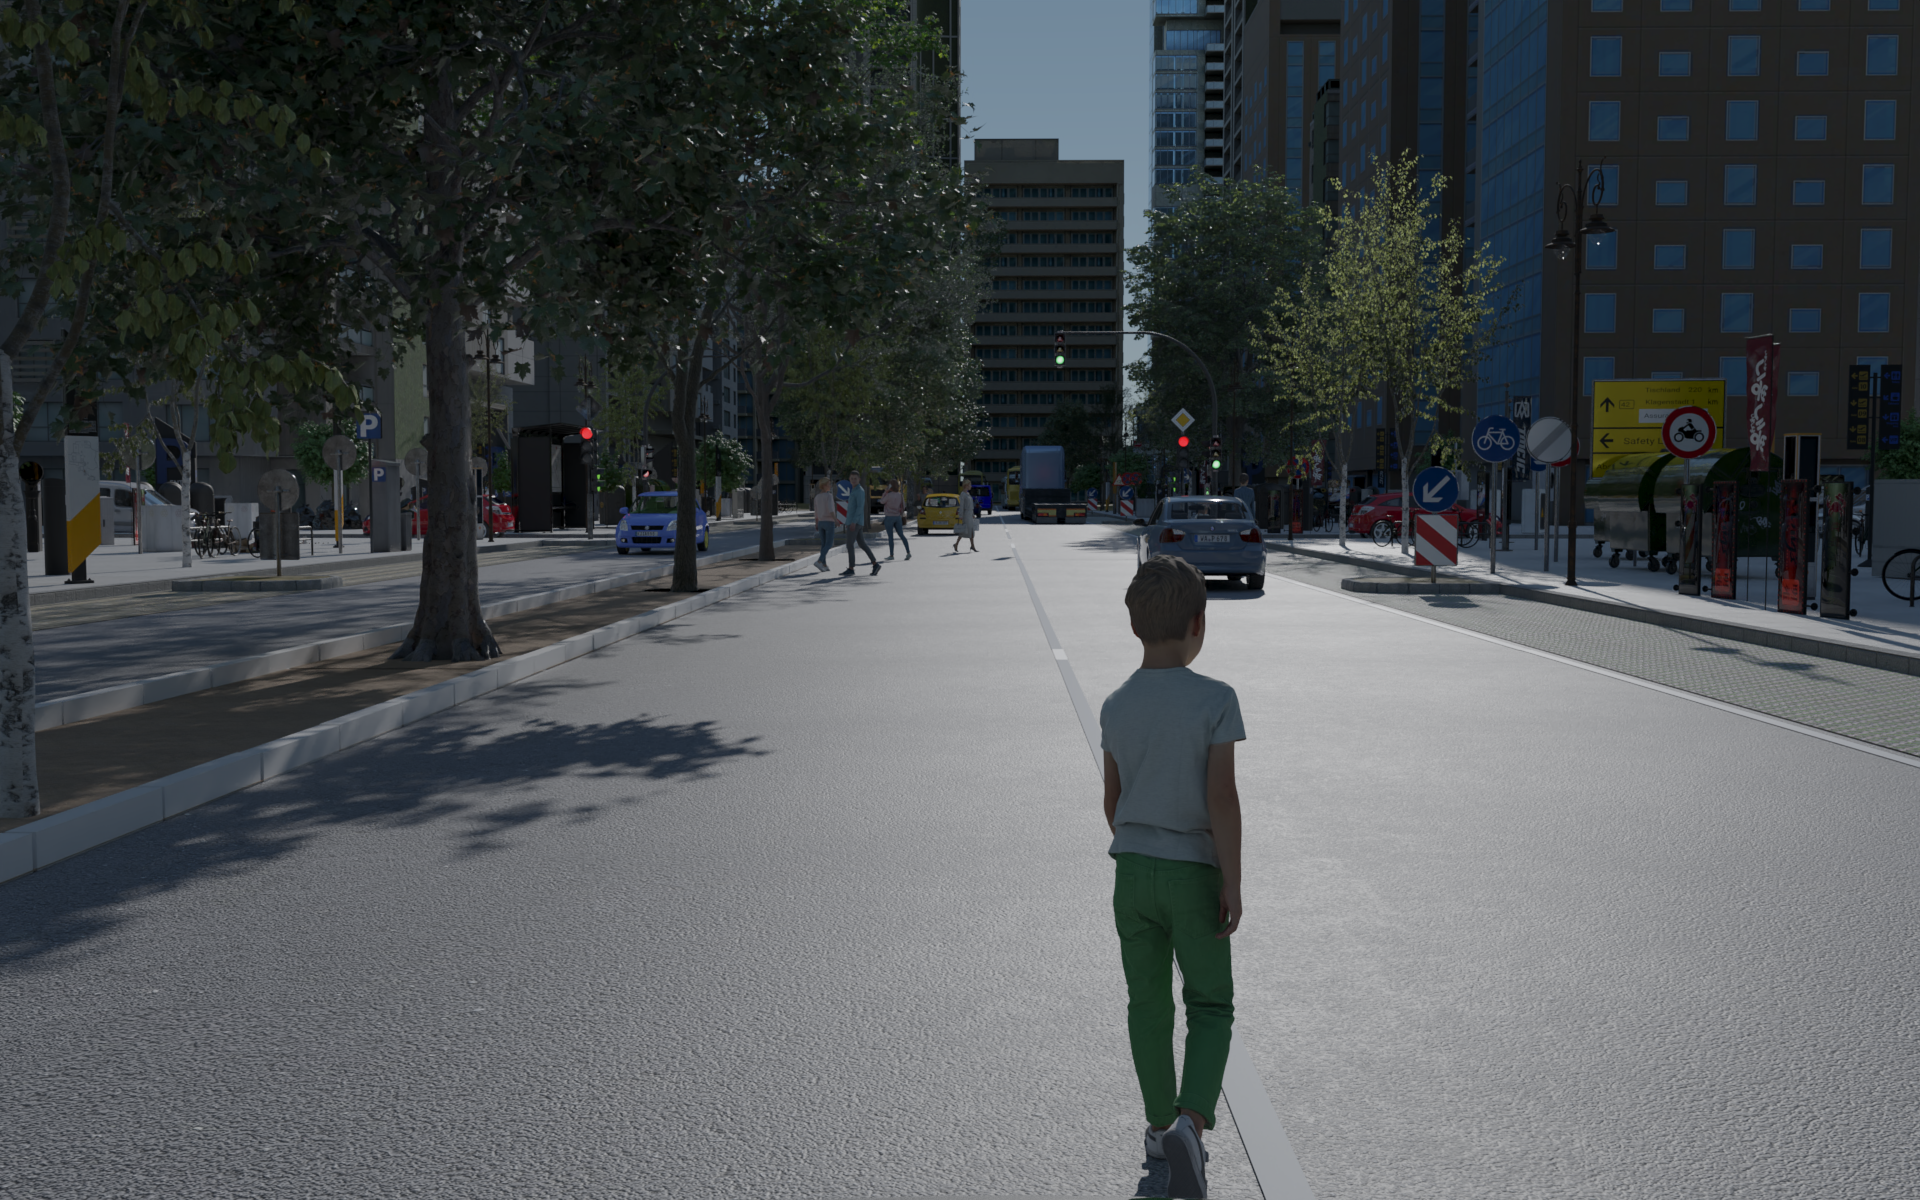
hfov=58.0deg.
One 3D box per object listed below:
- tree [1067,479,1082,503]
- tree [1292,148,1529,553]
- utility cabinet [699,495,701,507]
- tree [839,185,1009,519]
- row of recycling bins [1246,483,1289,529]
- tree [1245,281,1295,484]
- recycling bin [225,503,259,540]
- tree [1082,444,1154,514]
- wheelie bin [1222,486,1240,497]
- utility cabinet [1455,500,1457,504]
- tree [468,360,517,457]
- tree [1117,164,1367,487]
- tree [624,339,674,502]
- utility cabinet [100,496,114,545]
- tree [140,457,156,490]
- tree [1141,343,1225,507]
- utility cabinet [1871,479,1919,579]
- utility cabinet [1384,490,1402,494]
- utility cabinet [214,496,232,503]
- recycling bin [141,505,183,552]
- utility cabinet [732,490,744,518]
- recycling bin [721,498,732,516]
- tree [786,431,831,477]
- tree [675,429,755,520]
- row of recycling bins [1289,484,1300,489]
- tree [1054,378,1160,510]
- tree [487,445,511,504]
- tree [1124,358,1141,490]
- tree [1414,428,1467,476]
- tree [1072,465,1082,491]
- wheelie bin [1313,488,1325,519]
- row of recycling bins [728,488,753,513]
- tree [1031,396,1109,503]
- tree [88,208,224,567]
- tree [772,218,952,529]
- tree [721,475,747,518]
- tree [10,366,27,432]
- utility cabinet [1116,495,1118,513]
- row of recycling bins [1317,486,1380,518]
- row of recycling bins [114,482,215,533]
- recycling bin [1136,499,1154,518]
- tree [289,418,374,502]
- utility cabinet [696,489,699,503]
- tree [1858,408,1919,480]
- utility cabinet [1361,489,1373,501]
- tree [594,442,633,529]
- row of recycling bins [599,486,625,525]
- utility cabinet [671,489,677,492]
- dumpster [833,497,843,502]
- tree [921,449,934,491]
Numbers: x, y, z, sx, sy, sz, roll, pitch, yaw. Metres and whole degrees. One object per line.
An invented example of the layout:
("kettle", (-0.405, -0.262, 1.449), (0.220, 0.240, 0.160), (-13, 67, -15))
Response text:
("tree", (12.162, -11.612, 184.456), (1.663, 3.219, 1.824), (0, 3, 0))
("tree", (9.647, -5.297, 36.962), (4.360, 8.622, 3.978), (0, 3, 0))
("utility cabinet", (-16.235, -5.782, 105.689), (1.020, 1.237, 0.306), (-3, 4, -38))
("tree", (-4.017, -14.662, 98.068), (12.611, 20.169, 13.585), (0, 3, 0))
("row of recycling bins", (11.481, -3.531, 64.852), (1.069, 1.692, 3.534), (0, 4, 4))
("tree", (9.455, -5.671, 43.076), (4.360, 8.622, 3.978), (0, 3, 0))
("recycling bin", (-20.190, -2.211, 48.701), (0.722, 1.027, 0.722), (0, 4, -5))
("tree", (11.109, -7.963, 113.909), (4.285, 4.588, 4.351), (0, 3, 0))
("wheelie bin", (10.331, -3.532, 65.658), (0.980, 1.594, 0.693), (0, 4, -7))
("utility cabinet", (26.016, -4.918, 91.574), (0.306, 1.237, 1.020), (2, 4, 26))
("tree", (-25.130, -8.519, 89.655), (4.360, 8.622, 3.978), (0, 3, 0))
("tree", (10.846, -9.821, 67.224), (9.857, 13.997, 8.962), (0, 3, 0))
("tree", (-13.559, -7.355, 70.614), (4.737, 8.622, 4.395), (0, 3, 0))
("utility cabinet", (-21.637, -1.962, 43.248), (0.306, 1.237, 1.020), (1, 4, 21))
("tree", (-29.932, -4.321, 65.252), (1.663, 3.219, 1.824), (0, 3, 0))
("tree", (10.266, -7.766, 77.329), (4.360, 8.622, 3.978), (0, 3, 0))
("utility cabinet", (14.299, -1.065, 26.099), (0.318, 1.500, 1.173), (-1, 4, -9))
("utility cabinet", (22.765, -5.001, 90.447), (1.173, 1.500, 0.318), (2, 4, 31))
("utility cabinet", (-29.864, -3.585, 69.772), (1.020, 1.237, 0.306), (-1, 4, -17))
("recycling bin", (-17.762, -1.590, 38.543), (0.722, 1.027, 0.722), (2, 4, 32))
("utility cabinet", (-11.583, -5.001, 90.448), (0.318, 1.500, 1.173), (0, 4, 8))
("recycling bin", (-13.666, -5.356, 100.126), (0.722, 1.027, 0.722), (1, 4, 14))
("tree", (-10.986, -12.791, 143.538), (7.601, 10.594, 8.767), (0, 4, 3))
("tree", (-11.991, -6.304, 86.778), (4.285, 4.588, 4.351), (0, 3, 0))
("row of recycling bins", (12.902, -3.979, 72.174), (3.534, 1.692, 1.069), (-3, 4, -38))
("tree", (11.663, -12.551, 139.619), (8.767, 10.594, 7.601), (-1, 4, -20))
("tree", (-18.016, -4.525, 68.583), (1.663, 3.219, 1.824), (0, 3, 0))
("tree", (10.256, -8.529, 89.817), (4.360, 8.622, 3.978), (0, 3, 0))
("tree", (24.263, -6.226, 85.508), (4.285, 4.588, 4.351), (0, 3, 0))
("tree", (12.223, -11.001, 163.579), (4.285, 4.588, 4.351), (0, 3, 0))
("wheelie bin", (17.260, -4.659, 84.075), (0.693, 1.594, 0.980), (-3, 4, -38))
("row of recycling bins", (-14.620, -6.656, 115.931), (1.069, 1.692, 3.534), (1, 4, 11))
("tree", (12.610, -17.360, 200.844), (9.611, 12.733, 9.660), (0, 3, 0))
("tree", (-13.674, -4.889, 30.293), (4.360, 8.622, 3.978), (0, 3, 0))
("tree", (-3.928, -9.173, 70.569), (7.486, 12.596, 7.792), (0, 3, 0))
("tree", (-12.650, -6.105, 94.417), (1.663, 3.219, 1.824), (0, 3, 0))
("tree", (-19.330, -2.999, 32.745), (4.285, 4.588, 4.351), (0, 3, 0))
("utility cabinet", (11.057, -6.614, 119.308), (1.020, 1.237, 0.306), (1, 4, 13))
("row of recycling bins", (20.352, -5.148, 91.281), (3.534, 1.692, 1.069), (2, 4, 27))
("row of recycling bins", (-26.928, -3.120, 58.128), (3.534, 1.692, 1.069), (-2, 4, -31))
("recycling bin", (10.099, -5.002, 94.338), (0.722, 1.027, 0.722), (-3, 4, -37))
("tree", (-24.089, -5.074, 66.674), (4.285, 4.588, 4.351), (0, 3, 0))
("utility cabinet", (-12.818, -4.493, 82.145), (0.318, 1.500, 1.173), (-3, 5, -42))
("tree", (35.392, -4.947, 64.591), (4.285, 4.588, 4.351), (0, 3, 0))
("utility cabinet", (18.501, -4.282, 78.692), (0.318, 1.500, 1.173), (2, 4, 23))
("tree", (-13.260, -4.286, 64.684), (1.663, 3.219, 1.824), (0, 3, 0))
("row of recycling bins", (-14.679, -4.048, 73.294), (1.069, 1.692, 3.534), (-1, 4, -15))
("utility cabinet", (-13.048, -4.402, 80.657), (0.318, 1.500, 1.173), (2, 4, 25))
("dumpster", (-9.057, -6.904, 121.090), (1.865, 1.857, 1.264), (0, 4, 2))
("tree", (-2.955, -8.368, 89.643), (4.737, 8.622, 4.395), (0, 3, 0))
